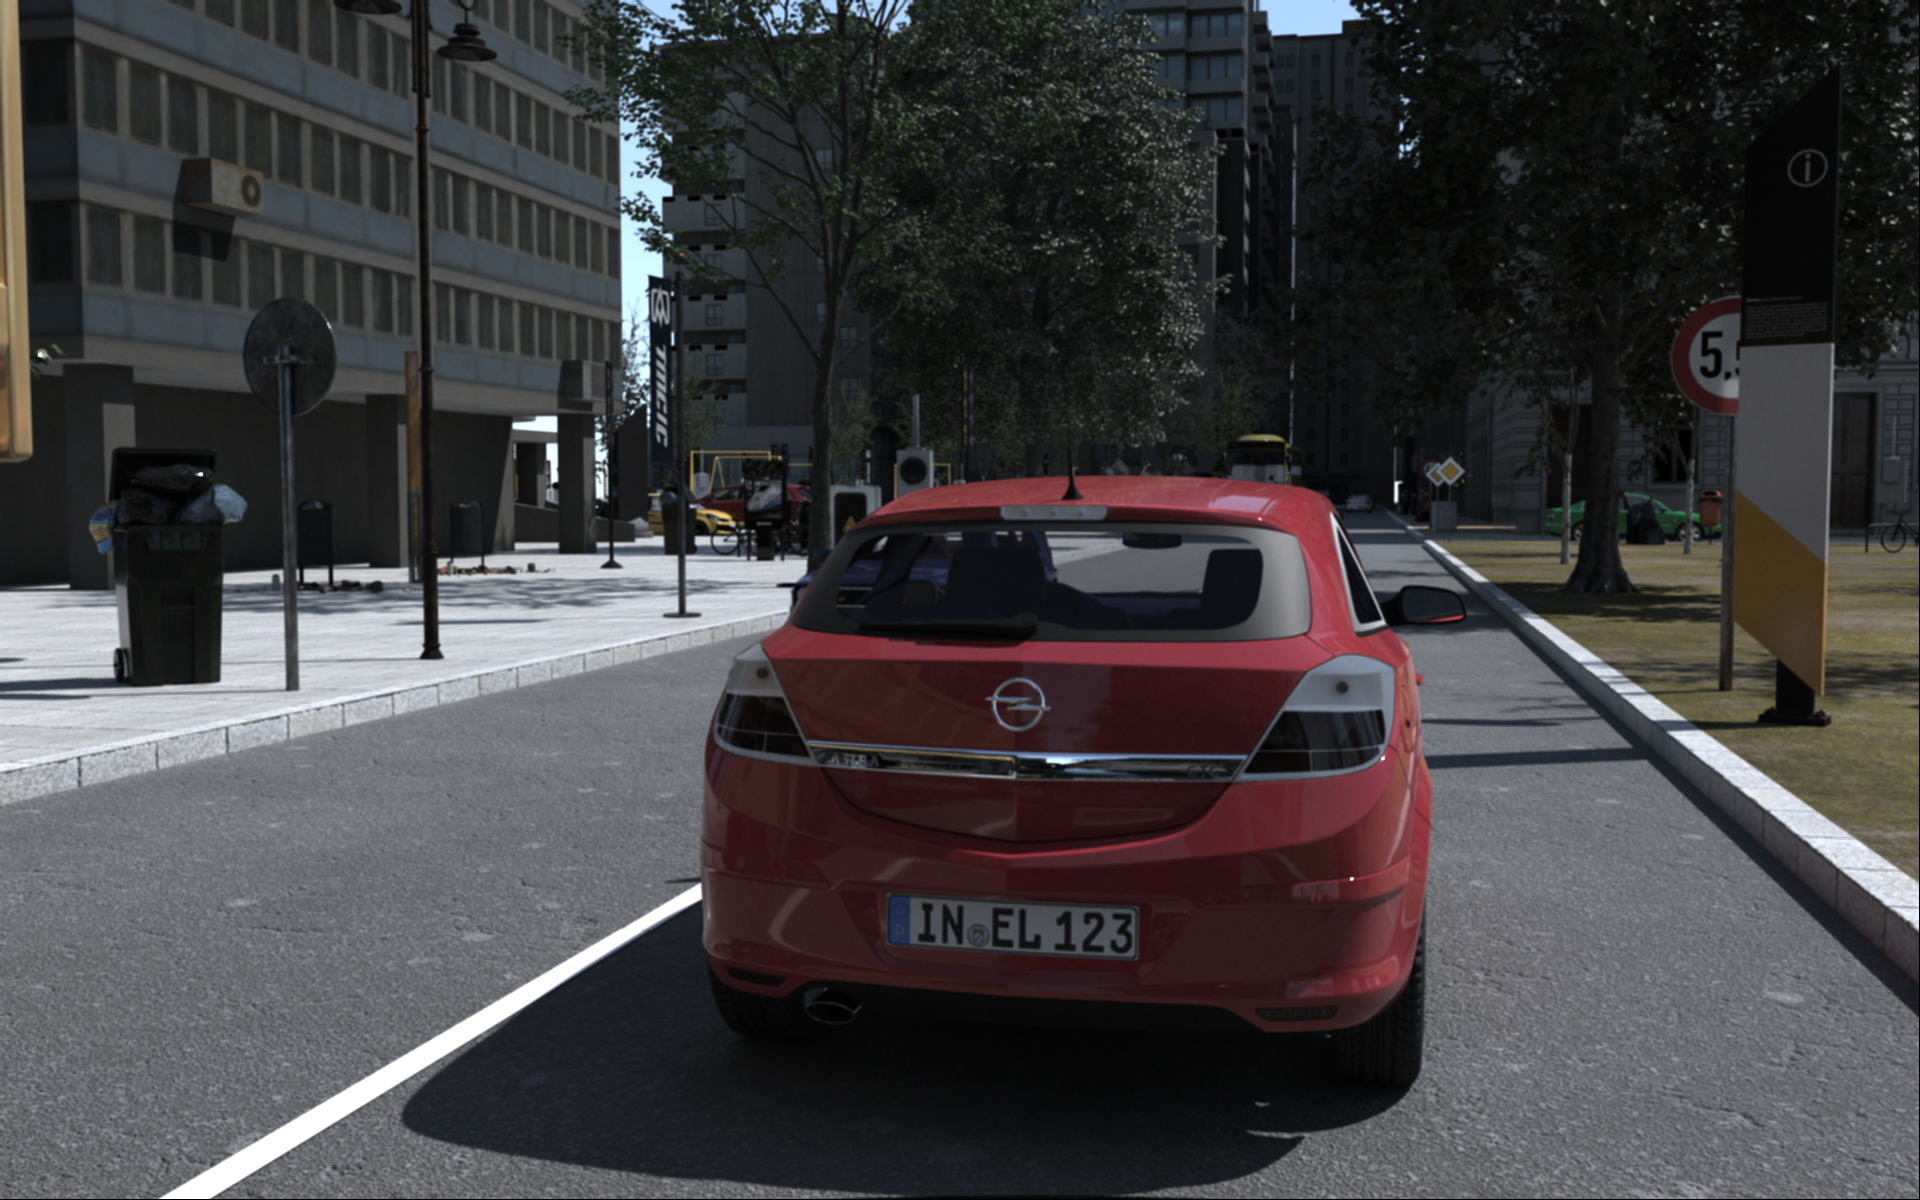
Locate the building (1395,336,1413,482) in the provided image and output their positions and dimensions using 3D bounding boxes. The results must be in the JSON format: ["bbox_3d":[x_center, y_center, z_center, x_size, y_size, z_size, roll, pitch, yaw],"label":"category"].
[{"bbox_3d":[61.237,-32.446,214.089,14.086,41.232,14.154,1,4,13],"label":"building"}]

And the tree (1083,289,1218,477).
[{"bbox_3d":[6.916,-6.813,61.760,4.360,8.622,3.978,0,3,0],"label":"tree"}]

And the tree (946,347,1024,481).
[{"bbox_3d":[1.120,-7.934,80.079,4.360,8.622,3.978,0,3,0],"label":"tree"}]

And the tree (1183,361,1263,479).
[{"bbox_3d":[14.523,-8.854,95.128,4.737,8.622,4.395,0,3,0],"label":"tree"}]

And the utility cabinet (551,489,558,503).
[{"bbox_3d":[-17.731,-4.125,76.124,0.318,1.500,1.173,-1,4,-18],"label":"utility cabinet"}]

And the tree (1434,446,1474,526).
[{"bbox_3d":[19.671,-4.563,69.201,1.663,3.219,1.824,0,3,0],"label":"tree"}]

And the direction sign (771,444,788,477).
[{"bbox_3d":[-8.207,-5.315,78.902,0.876,3.537,0.379,1,4,23],"label":"direction sign"}]

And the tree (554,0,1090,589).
[{"bbox_3d":[-1.797,-5.978,23.497,9.928,11.665,9.643,0,3,0],"label":"tree"}]

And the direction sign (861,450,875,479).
[{"bbox_3d":[-4.738,-5.950,89.287,0.876,3.537,0.379,2,4,34],"label":"direction sign"}]

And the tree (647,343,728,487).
[{"bbox_3d":[-13.667,-8.257,85.363,4.737,8.622,4.395,0,3,0],"label":"tree"}]

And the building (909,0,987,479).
[{"bbox_3d":[8.884,-40.122,197.990,28.212,58.520,21.231,1,4,13],"label":"building"}]

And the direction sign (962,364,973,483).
[{"bbox_3d":[0.132,-2.359,30.574,0.379,3.537,0.876,1,4,12],"label":"direction sign"}]

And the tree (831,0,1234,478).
[{"bbox_3d":[1.659,-8.203,40.780,9.857,13.997,8.962,0,3,0],"label":"tree"}]

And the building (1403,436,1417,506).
[{"bbox_3d":[58.447,-53.044,179.933,22.319,86.520,31.000,1,4,13],"label":"building"}]

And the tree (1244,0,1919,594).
[{"bbox_3d":[8.524,-6.445,22.382,9.611,12.733,9.660,0,3,0],"label":"tree"}]

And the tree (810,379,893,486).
[{"bbox_3d":[-7.173,-9.801,110.600,4.737,8.622,4.395,0,3,0],"label":"tree"}]

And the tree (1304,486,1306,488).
[{"bbox_3d":[40.075,-12.882,205.226,1.663,3.219,1.824,0,3,0],"label":"tree"}]

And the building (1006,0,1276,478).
[{"bbox_3d":[17.514,-33.104,160.859,23.786,49.044,30.456,1,4,13],"label":"building"}]

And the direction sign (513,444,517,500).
[{"bbox_3d":[-17.723,-4.699,68.829,0.379,3.537,0.876,3,5,41],"label":"direction sign"}]

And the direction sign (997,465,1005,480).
[{"bbox_3d":[3.151,-8.690,134.079,0.876,3.537,0.379,-3,4,-38],"label":"direction sign"}]

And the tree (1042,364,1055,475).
[{"bbox_3d":[5.549,-8.629,91.454,4.360,8.622,3.978,0,3,0],"label":"tree"}]

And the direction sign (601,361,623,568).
[{"bbox_3d":[-6.040,-2.320,29.929,0.379,3.537,0.876,0,4,-5],"label":"direction sign"}]

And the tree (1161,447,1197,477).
[{"bbox_3d":[8.978,-4.686,71.225,1.663,3.219,1.824,0,3,0],"label":"tree"}]

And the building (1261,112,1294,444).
[{"bbox_3d":[27.384,-30.461,181.623,14.154,41.232,14.086,1,4,13],"label":"building"}]

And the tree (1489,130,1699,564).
[{"bbox_3d":[10.889,-4.970,31.625,4.360,8.622,3.978,0,3,0],"label":"tree"}]

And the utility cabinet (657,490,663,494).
[{"bbox_3d":[-15.888,-5.240,94.351,1.173,1.500,0.318,-2,4,-27],"label":"utility cabinet"}]

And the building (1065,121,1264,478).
[{"bbox_3d":[16.529,-22.399,137.920,14.160,30.474,14.107,1,4,13],"label":"building"}]

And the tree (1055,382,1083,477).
[{"bbox_3d":[7.245,-7.980,80.836,4.360,8.622,3.978,0,3,0],"label":"tree"}]

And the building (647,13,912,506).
[{"bbox_3d":[-19.149,-37.392,200.603,27.495,52.752,28.713,1,4,13],"label":"building"}]

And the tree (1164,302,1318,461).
[{"bbox_3d":[17.510,-12.264,110.890,12.009,13.543,11.850,0,3,0],"label":"tree"}]

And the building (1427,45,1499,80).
[{"bbox_3d":[42.710,-27.506,133.322,14.154,41.232,14.086,1,4,13],"label":"building"}]

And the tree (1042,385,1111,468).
[{"bbox_3d":[7.662,-9.544,106.404,4.737,8.622,4.395,0,3,0],"label":"tree"}]

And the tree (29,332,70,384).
[{"bbox_3d":[-6.406,-0.944,10.032,1.663,3.219,1.824,0,3,0],"label":"tree"}]

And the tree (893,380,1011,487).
[{"bbox_3d":[-0.477,-9.102,99.175,4.737,8.622,4.395,0,3,0],"label":"tree"}]

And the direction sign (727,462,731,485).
[{"bbox_3d":[-16.574,-8.092,124.294,0.379,3.537,0.876,1,4,11],"label":"direction sign"}]

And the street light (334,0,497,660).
[{"bbox_3d":[-4.116,-2.479,13.318,0.468,5.910,1.993,1,4,13],"label":"street light"}]

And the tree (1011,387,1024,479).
[{"bbox_3d":[3.188,-9.777,110.208,4.737,8.622,4.395,0,3,0],"label":"tree"}]

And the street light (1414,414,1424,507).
[{"bbox_3d":[23.470,-7.091,88.725,0.468,5.910,1.993,1,4,13],"label":"street light"}]

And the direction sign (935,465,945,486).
[{"bbox_3d":[-1.522,-8.588,132.418,0.876,3.537,0.379,-1,4,-23],"label":"direction sign"}]

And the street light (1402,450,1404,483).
[{"bbox_3d":[32.185,-9.364,125.887,0.468,5.910,1.993,1,4,13],"label":"street light"}]

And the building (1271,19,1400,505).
[{"bbox_3d":[41.276,-41.533,221.071,28.212,58.520,21.231,1,4,13],"label":"building"}]

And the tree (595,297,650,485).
[{"bbox_3d":[-12.820,-6.966,64.256,4.360,8.622,3.978,0,3,0],"label":"tree"}]

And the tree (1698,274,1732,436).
[{"bbox_3d":[15.440,-5.300,37.015,4.360,8.622,3.978,0,3,0],"label":"tree"}]
